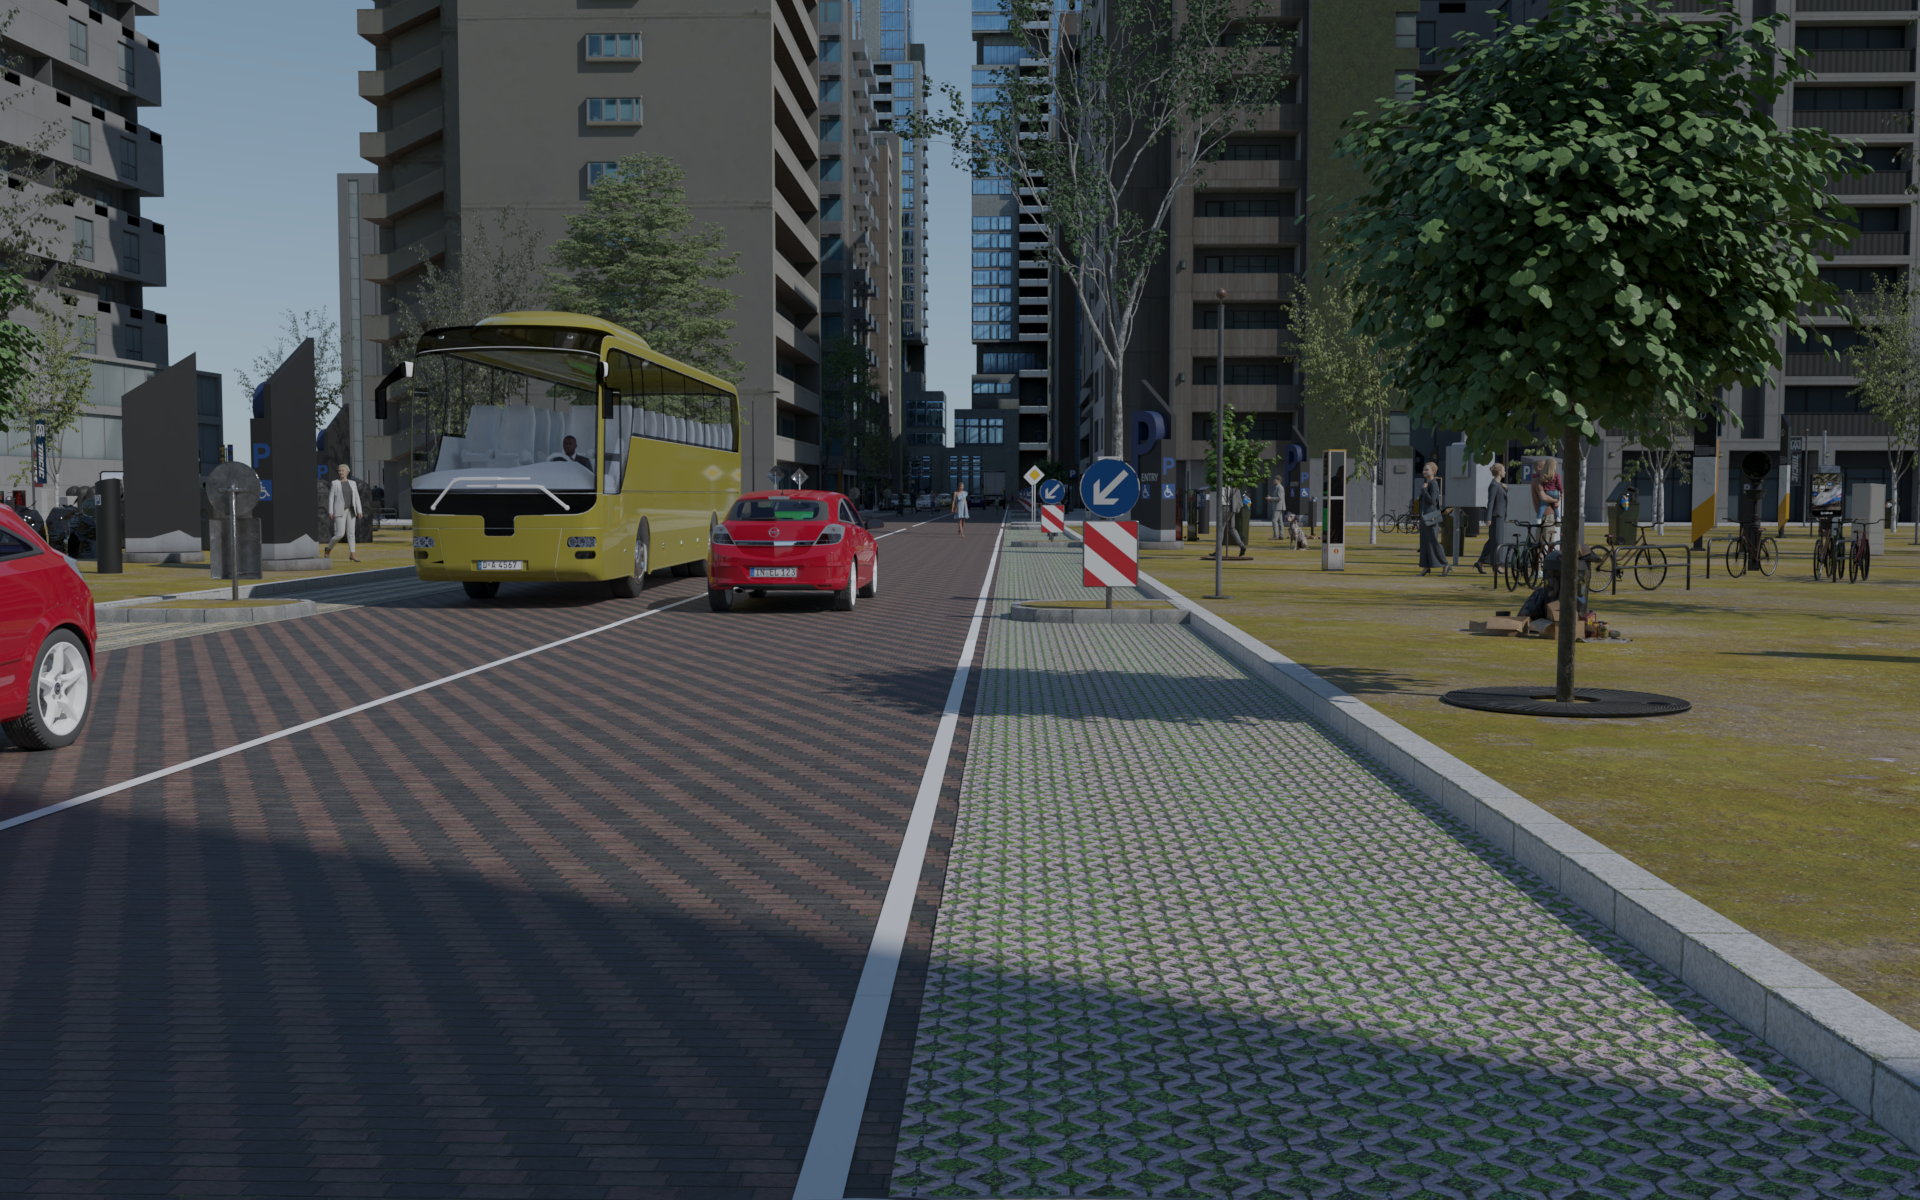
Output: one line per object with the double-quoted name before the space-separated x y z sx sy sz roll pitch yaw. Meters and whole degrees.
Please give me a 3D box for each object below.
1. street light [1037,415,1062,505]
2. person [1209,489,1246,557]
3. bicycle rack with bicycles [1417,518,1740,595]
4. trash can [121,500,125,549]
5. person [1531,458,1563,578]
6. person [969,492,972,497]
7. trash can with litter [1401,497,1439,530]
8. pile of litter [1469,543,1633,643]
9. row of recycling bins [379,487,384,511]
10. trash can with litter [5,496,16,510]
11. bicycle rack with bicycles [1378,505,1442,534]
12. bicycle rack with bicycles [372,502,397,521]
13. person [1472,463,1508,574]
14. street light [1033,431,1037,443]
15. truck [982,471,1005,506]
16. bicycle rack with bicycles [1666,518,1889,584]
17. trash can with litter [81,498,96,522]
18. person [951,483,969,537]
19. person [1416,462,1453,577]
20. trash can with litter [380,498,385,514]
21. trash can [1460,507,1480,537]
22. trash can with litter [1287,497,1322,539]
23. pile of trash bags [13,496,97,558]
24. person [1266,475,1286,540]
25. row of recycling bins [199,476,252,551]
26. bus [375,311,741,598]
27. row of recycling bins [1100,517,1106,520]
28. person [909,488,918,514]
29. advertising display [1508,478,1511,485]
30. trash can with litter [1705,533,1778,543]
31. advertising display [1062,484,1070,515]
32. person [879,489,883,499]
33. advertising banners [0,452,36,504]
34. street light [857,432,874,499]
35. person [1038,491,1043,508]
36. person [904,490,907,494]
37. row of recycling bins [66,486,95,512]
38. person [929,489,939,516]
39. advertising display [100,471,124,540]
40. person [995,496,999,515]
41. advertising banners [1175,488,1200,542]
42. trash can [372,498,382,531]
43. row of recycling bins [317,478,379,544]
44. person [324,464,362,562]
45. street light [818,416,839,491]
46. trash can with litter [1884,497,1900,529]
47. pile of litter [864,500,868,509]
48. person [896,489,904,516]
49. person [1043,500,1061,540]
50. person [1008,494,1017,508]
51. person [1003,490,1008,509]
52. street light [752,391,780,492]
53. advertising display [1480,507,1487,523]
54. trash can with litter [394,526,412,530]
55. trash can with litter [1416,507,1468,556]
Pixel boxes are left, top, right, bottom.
"street light" 5.425 -7.898 101.671 1.470 5.913 1.316 0 4 2
"person" 5.509 -1.798 35.542 0.850 1.850 0.679 3 5 41
"bicycle rack with bicycles" 8.264 -0.602 23.229 2.925 0.926 2.852 -3 4 -36
"trash can" -19.659 -1.768 40.561 0.748 1.137 0.748 0 3 0
"person" 8.915 -1.247 26.414 0.573 1.828 0.580 -2 4 -31
"person" 1.340 -11.817 202.523 0.721 1.723 1.217 1 4 20
"trash can with litter" 16.649 -3.190 63.211 1.678 1.210 2.233 2 4 28
"pile of litter" 5.324 -0.105 15.679 1.176 0.858 1.719 0 4 -6
"row of recycling bins" -37.439 -6.203 108.534 3.534 1.692 1.069 2 4 28
"trash can with litter" -31.656 -2.861 57.827 2.233 1.210 1.678 3 4 38
"bicycle rack with bicycles" 15.098 -2.626 56.320 2.925 0.926 2.852 0 4 6
"bicycle rack with bicycles" -27.888 -4.146 81.170 2.925 0.926 2.852 -3 5 -44
"person" 8.538 -1.301 27.744 0.534 1.772 0.576 0 4 3
"street light" 6.272 -9.456 127.147 1.470 5.913 1.316 0 4 2
"truck" 4.170 -13.611 211.450 2.839 4.237 11.283 0 4 0
"bicycle rack with bicycles" 12.757 -0.789 26.282 2.852 0.926 2.925 3 5 42
"trash can with litter" -25.461 -2.410 50.792 0.624 1.170 1.055 -1 4 -13
"person" -0.015 -2.973 57.200 0.616 1.811 0.778 -1 4 -16
"person" 7.348 -1.253 26.947 0.534 1.772 0.576 -1 4 -17
"trash can with litter" -34.653 -5.654 103.829 1.055 1.170 0.624 1 4 15
"trash can" 15.111 -2.431 51.400 0.748 1.137 0.748 0 3 0
"trash can with litter" 10.271 -2.373 49.857 1.678 1.210 2.233 1 4 14
"pile of trash bags" -17.736 -1.547 35.046 3.447 1.369 1.912 -2 4 -33
"person" 8.779 -2.572 48.295 0.583 1.804 0.606 0 4 2
"row of recycling bins" -17.606 -2.038 40.427 1.069 1.692 3.534 -3 4 -37
"bus" -5.552 -2.174 27.085 2.896 3.916 12.252 0 4 1
"row of recycling bins" 6.595 -3.669 67.095 1.069 1.692 3.534 3 5 41
"person" -3.411 -7.238 126.201 0.648 1.900 0.474 0 4 8
"advertising display" 21.718 -3.872 68.520 0.123 1.923 0.974 1 4 16
"trash can with litter" 20.977 -2.152 46.244 1.678 1.210 2.233 1 4 12
"advertising display" 6.669 -6.346 108.975 0.123 1.923 0.974 -1 4 -19
"person" -7.004 -9.133 155.881 0.721 1.766 1.217 -1 4 -15
"advertising banners" -37.937 -4.499 69.750 2.074 3.025 0.090 -2 4 -33
"street light" -7.128 -9.581 129.195 1.470 5.913 1.316 0 4 2
"person" 7.498 -9.373 159.163 0.709 1.838 0.599 1 4 22
"person" -5.872 -11.143 188.950 0.721 1.743 1.217 2 4 27
"row of recycling bins" -43.635 -4.892 87.095 3.534 1.692 1.069 2 4 27
"person" -1.692 -6.345 112.825 0.643 1.750 0.593 1 4 12
"advertising display" -23.274 -2.616 47.993 0.974 1.923 0.123 -2 4 -31
"person" 2.551 -6.525 119.432 0.306 1.304 0.590 1 4 19
"advertising banners" 5.999 -3.141 47.542 0.090 3.025 2.074 -2 4 -24
"trash can" -20.304 -2.938 59.687 0.748 1.137 0.748 0 3 0
"row of recycling bins" -17.043 -2.305 44.795 3.534 1.692 1.069 -2 4 -29
"person" -11.678 -1.640 32.743 0.818 1.842 0.514 2 4 27
"street light" -7.915 -7.996 103.274 1.470 5.913 1.316 0 4 2
"trash can with litter" 34.085 -3.205 63.795 0.624 1.170 1.055 0 4 -7
"pile of litter" -8.408 -8.241 148.704 1.719 0.858 1.176 -1 4 -20
"person" -3.823 -6.269 111.413 0.534 1.772 0.576 -2 4 -35
"person" 2.833 -2.696 53.001 0.576 1.772 0.534 -2 4 -24
"person" 5.223 -9.836 172.535 0.991 1.433 0.599 0 4 -5
"person" 4.226 -9.498 163.773 0.705 1.826 1.348 1 4 15
"street light" -8.751 -6.438 77.796 1.470 5.913 1.316 0 4 2
"advertising display" 23.209 -4.345 76.251 0.974 1.923 0.123 -3 5 -45
"trash can with litter" -19.446 -3.136 62.339 1.678 1.210 2.233 3 5 45
"trash can with litter" 9.920 -1.487 35.693 0.624 1.170 1.055 -3 5 -44
